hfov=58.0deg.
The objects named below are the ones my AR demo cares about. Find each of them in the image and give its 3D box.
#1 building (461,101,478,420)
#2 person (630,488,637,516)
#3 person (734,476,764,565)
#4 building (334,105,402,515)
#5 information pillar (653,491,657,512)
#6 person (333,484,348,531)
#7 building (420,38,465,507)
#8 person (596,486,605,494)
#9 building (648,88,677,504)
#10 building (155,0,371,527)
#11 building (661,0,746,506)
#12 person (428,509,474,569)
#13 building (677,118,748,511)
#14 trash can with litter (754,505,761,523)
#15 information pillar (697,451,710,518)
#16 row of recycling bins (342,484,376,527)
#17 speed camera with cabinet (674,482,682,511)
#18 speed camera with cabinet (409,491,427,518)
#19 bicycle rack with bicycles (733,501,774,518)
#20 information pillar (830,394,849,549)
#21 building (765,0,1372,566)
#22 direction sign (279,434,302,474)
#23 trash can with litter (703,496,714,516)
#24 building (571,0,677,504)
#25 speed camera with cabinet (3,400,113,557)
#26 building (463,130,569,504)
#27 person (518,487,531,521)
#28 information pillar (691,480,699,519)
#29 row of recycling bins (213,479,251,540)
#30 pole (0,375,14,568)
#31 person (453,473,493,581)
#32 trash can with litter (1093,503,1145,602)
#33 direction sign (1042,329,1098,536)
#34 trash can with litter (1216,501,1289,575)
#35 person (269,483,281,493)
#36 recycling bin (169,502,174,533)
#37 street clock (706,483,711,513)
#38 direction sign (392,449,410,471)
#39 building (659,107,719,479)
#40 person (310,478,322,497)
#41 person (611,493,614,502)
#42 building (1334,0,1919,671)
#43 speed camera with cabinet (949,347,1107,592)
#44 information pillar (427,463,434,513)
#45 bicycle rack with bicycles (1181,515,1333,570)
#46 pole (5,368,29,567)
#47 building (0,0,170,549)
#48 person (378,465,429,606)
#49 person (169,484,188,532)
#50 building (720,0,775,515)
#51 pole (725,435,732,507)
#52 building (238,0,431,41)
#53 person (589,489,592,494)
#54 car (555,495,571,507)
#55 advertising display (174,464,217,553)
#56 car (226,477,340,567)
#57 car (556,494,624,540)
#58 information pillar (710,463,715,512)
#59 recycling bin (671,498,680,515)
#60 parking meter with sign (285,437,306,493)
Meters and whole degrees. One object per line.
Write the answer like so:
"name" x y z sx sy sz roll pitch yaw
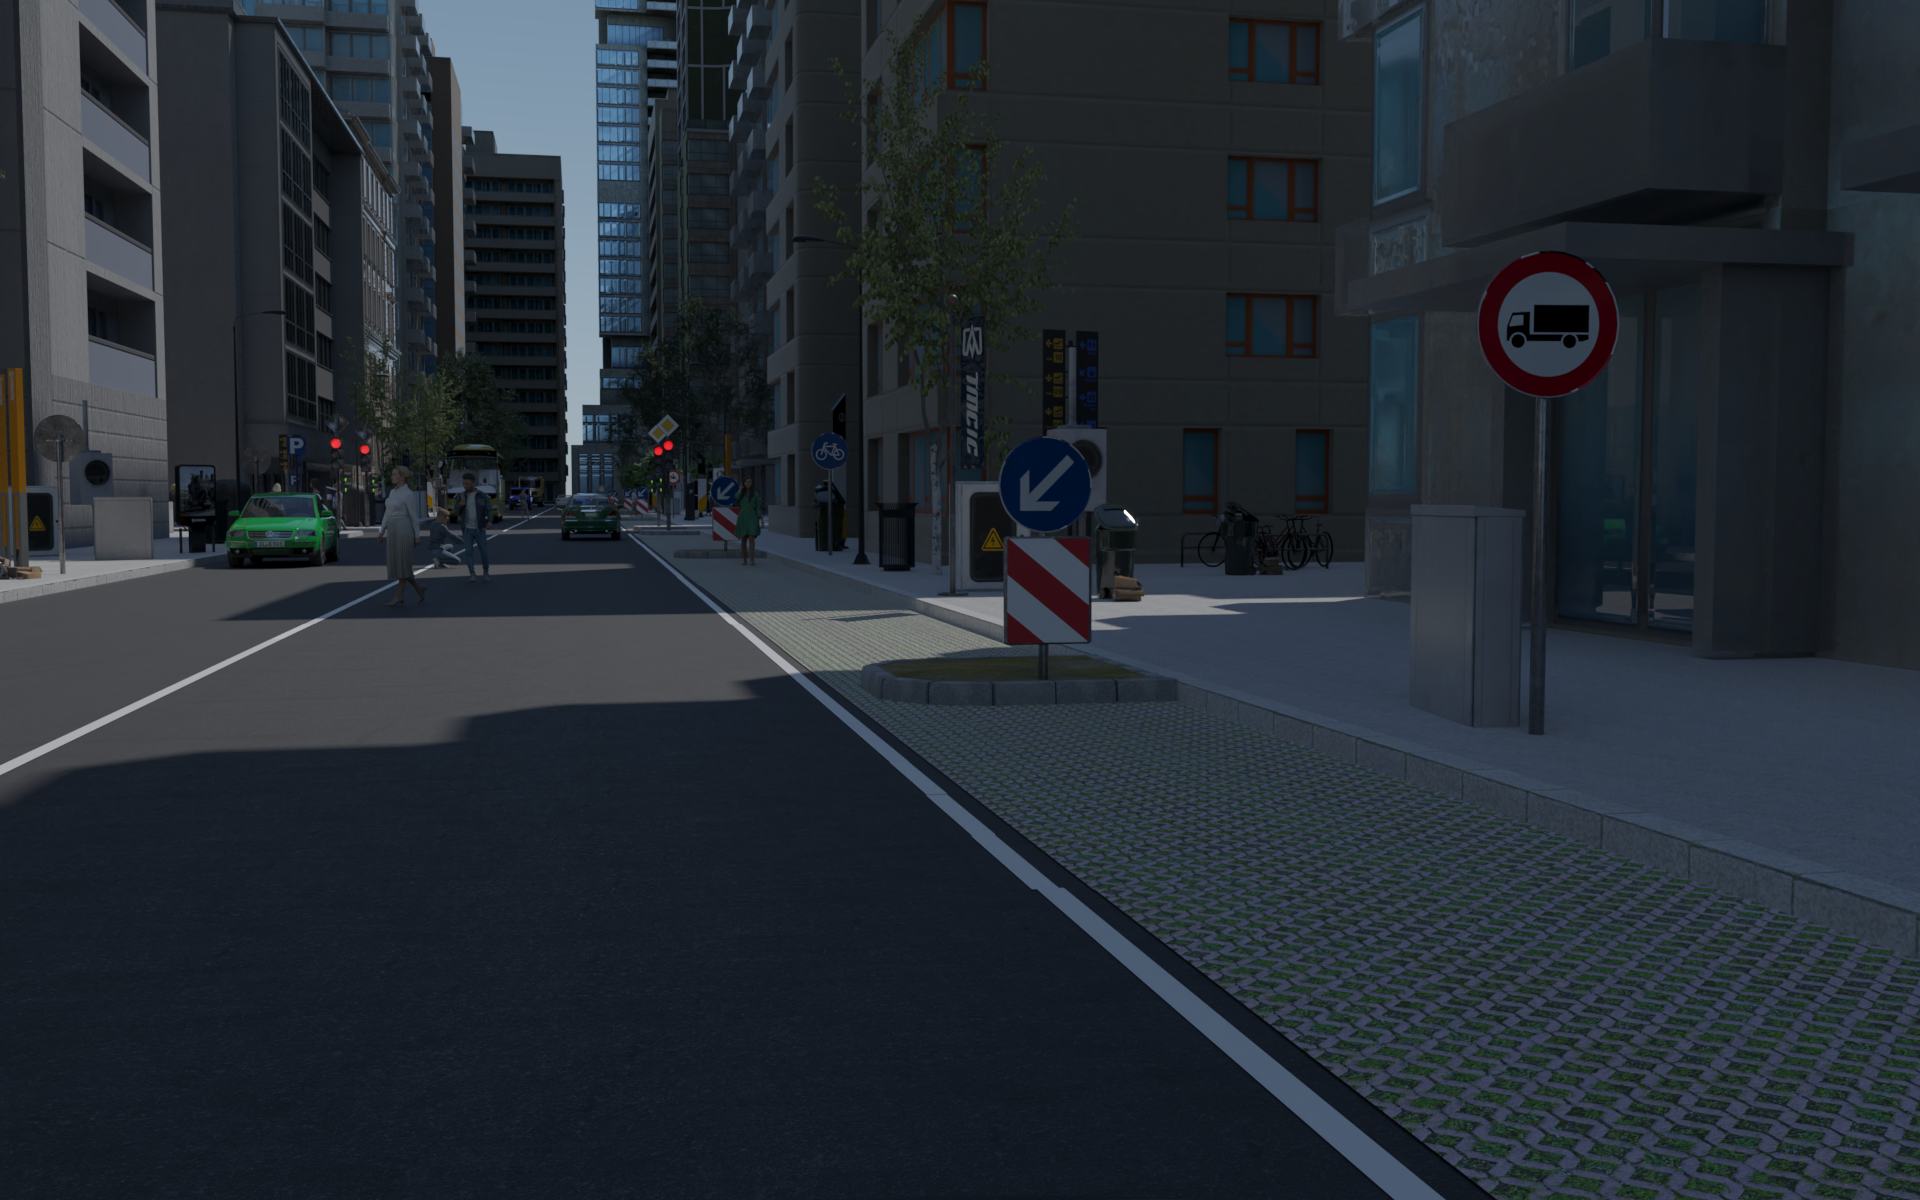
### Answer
"building" -70.343 -35.174 194.709 30.456 49.044 23.786 -1 4 -12
"person" -20.858 -6.240 110.747 0.641 1.798 0.478 3 4 36
"person" -4.231 -1.585 34.666 0.600 1.795 0.529 -1 4 -15
"building" -42.451 -19.012 108.110 12.463 27.353 25.104 -1 4 -12
"information pillar" -21.355 -7.960 121.498 0.183 3.616 0.504 3 4 37
"person" -23.150 -3.404 64.252 0.767 1.812 0.694 0 4 3
"building" -57.355 -32.021 173.656 14.600 45.320 14.200 -1 4 -12
"person" -15.659 -4.091 75.573 0.537 1.800 0.526 1 4 13
"building" -25.630 -35.595 205.680 21.300 48.544 21.600 -1 4 -12
"building" -36.990 -16.033 81.203 14.314 24.678 30.058 -1 4 -12
"building" -18.981 -44.731 169.603 20.563 71.187 20.611 -1 4 -12
"person" -10.000 -1.199 33.598 0.738 1.151 1.012 -3 5 -41
"building" -14.923 -22.389 137.766 14.160 30.474 14.107 -1 4 -12
"trash can with litter" -8.819 -3.735 72.460 1.055 1.170 0.624 3 5 39
"information pillar" -13.977 -6.262 93.745 0.504 3.616 0.183 1 4 18
"row of recycling bins" -24.006 -3.805 69.318 1.069 1.692 3.534 -1 4 -11
"speed camera with cabinet" -21.389 -8.381 131.363 0.660 3.252 2.038 0 4 -7
"speed camera with cabinet" -30.270 -6.140 94.723 2.038 3.252 0.660 -1 4 -9
"bicycle rack with bicycles" -10.865 -4.530 87.450 2.925 0.926 2.852 3 4 36
"information pillar" -2.827 -2.997 40.348 0.183 3.616 0.504 3 4 36
"building" 10.040 -12.373 47.344 27.650 21.520 28.899 -1 4 -12
"direction sign" -25.393 -4.511 65.757 0.876 3.537 0.379 0 4 3
"trash can with litter" -14.358 -5.435 99.920 1.678 1.210 2.233 -2 4 -29
"building" -37.938 -56.579 237.729 31.000 86.520 22.319 -1 4 -12
"speed camera with cabinet" -18.688 -2.541 35.873 0.660 3.252 2.038 3 4 38
"building" -64.199 -37.304 233.619 21.600 48.544 21.300 -1 4 -12
"person" -23.022 -5.061 91.582 0.599 1.781 0.374 1 4 21
"information pillar" -13.400 -5.083 87.606 0.304 2.012 0.304 -2 4 -25
"row of recycling bins" -20.552 -2.533 48.522 1.069 1.692 3.534 -2 4 -29
"pole" -16.406 -2.189 29.632 0.158 3.312 0.155 0 3 0
"person" -8.004 -1.202 28.494 0.623 1.781 0.721 -1 4 -19
"trash can with litter" 2.003 -0.592 21.070 0.624 1.170 1.055 -1 4 -12
"direction sign" 1.532 -1.960 24.045 0.876 3.537 0.379 -2 4 -27
"trash can with litter" 4.651 -0.986 27.515 1.055 1.170 0.624 -1 4 -12
"person" -23.784 -3.152 60.226 0.537 1.800 0.526 -1 4 -15
"recycling bin" -26.320 -2.707 56.806 0.722 1.027 0.722 0 4 3
"street clock" -17.039 -6.884 117.130 0.358 2.002 0.471 3 5 45
"direction sign" -28.028 -5.801 86.851 0.876 3.537 0.379 0 4 1
"building" -25.332 -30.835 187.741 14.154 41.232 14.086 -1 4 -12
"person" -16.204 -2.136 43.428 0.388 1.821 0.555 -2 4 -33
"person" -27.148 -7.594 135.257 0.503 1.515 0.523 2 4 32
"building" 17.036 -23.849 9.536 23.786 49.044 30.456 -1 4 -12
"speed camera with cabinet" 0.905 -1.758 23.085 2.038 3.252 0.660 -1 4 -15
"information pillar" -36.437 -7.823 119.267 0.504 3.616 0.183 -2 4 -27
"bicycle rack with bicycles" 5.296 -1.013 29.946 2.925 0.926 2.852 -2 4 -29
"pole" -15.324 -2.100 28.182 0.158 3.312 0.155 0 3 0
"building" -35.803 -30.547 41.445 28.212 58.520 21.231 -1 4 -12
"person" -7.158 -0.832 22.334 0.641 1.798 0.478 -3 5 -43
"person" -28.242 -3.333 63.217 1.509 1.804 0.699 0 4 -7
"building" -2.695 -29.928 108.924 23.786 49.044 30.456 -1 4 -12
"pole" -7.953 -4.013 59.462 0.158 3.312 0.155 0 3 0
"building" -57.875 -32.478 150.620 23.786 49.044 30.456 -1 4 -12
"person" -29.682 -8.016 139.576 0.388 1.821 0.555 0 4 -4
"car" -40.336 -10.060 176.848 2.083 1.381 4.827 -1 4 -14
"advertising display" -16.664 -1.993 37.793 0.123 1.923 0.974 2 4 27
"car" -13.810 -1.630 35.443 1.959 1.807 4.718 -1 4 -14
"car" -11.748 -2.648 55.086 2.131 1.459 4.920 -1 4 -12
"information pillar" -17.974 -8.191 125.274 0.504 3.616 0.183 -3 4 -36
"recycling bin" -17.900 -5.826 107.806 0.722 1.027 0.722 2 4 28
"parking meter with sign" -20.637 -3.513 53.699 0.543 3.016 1.738 -2 4 -26
